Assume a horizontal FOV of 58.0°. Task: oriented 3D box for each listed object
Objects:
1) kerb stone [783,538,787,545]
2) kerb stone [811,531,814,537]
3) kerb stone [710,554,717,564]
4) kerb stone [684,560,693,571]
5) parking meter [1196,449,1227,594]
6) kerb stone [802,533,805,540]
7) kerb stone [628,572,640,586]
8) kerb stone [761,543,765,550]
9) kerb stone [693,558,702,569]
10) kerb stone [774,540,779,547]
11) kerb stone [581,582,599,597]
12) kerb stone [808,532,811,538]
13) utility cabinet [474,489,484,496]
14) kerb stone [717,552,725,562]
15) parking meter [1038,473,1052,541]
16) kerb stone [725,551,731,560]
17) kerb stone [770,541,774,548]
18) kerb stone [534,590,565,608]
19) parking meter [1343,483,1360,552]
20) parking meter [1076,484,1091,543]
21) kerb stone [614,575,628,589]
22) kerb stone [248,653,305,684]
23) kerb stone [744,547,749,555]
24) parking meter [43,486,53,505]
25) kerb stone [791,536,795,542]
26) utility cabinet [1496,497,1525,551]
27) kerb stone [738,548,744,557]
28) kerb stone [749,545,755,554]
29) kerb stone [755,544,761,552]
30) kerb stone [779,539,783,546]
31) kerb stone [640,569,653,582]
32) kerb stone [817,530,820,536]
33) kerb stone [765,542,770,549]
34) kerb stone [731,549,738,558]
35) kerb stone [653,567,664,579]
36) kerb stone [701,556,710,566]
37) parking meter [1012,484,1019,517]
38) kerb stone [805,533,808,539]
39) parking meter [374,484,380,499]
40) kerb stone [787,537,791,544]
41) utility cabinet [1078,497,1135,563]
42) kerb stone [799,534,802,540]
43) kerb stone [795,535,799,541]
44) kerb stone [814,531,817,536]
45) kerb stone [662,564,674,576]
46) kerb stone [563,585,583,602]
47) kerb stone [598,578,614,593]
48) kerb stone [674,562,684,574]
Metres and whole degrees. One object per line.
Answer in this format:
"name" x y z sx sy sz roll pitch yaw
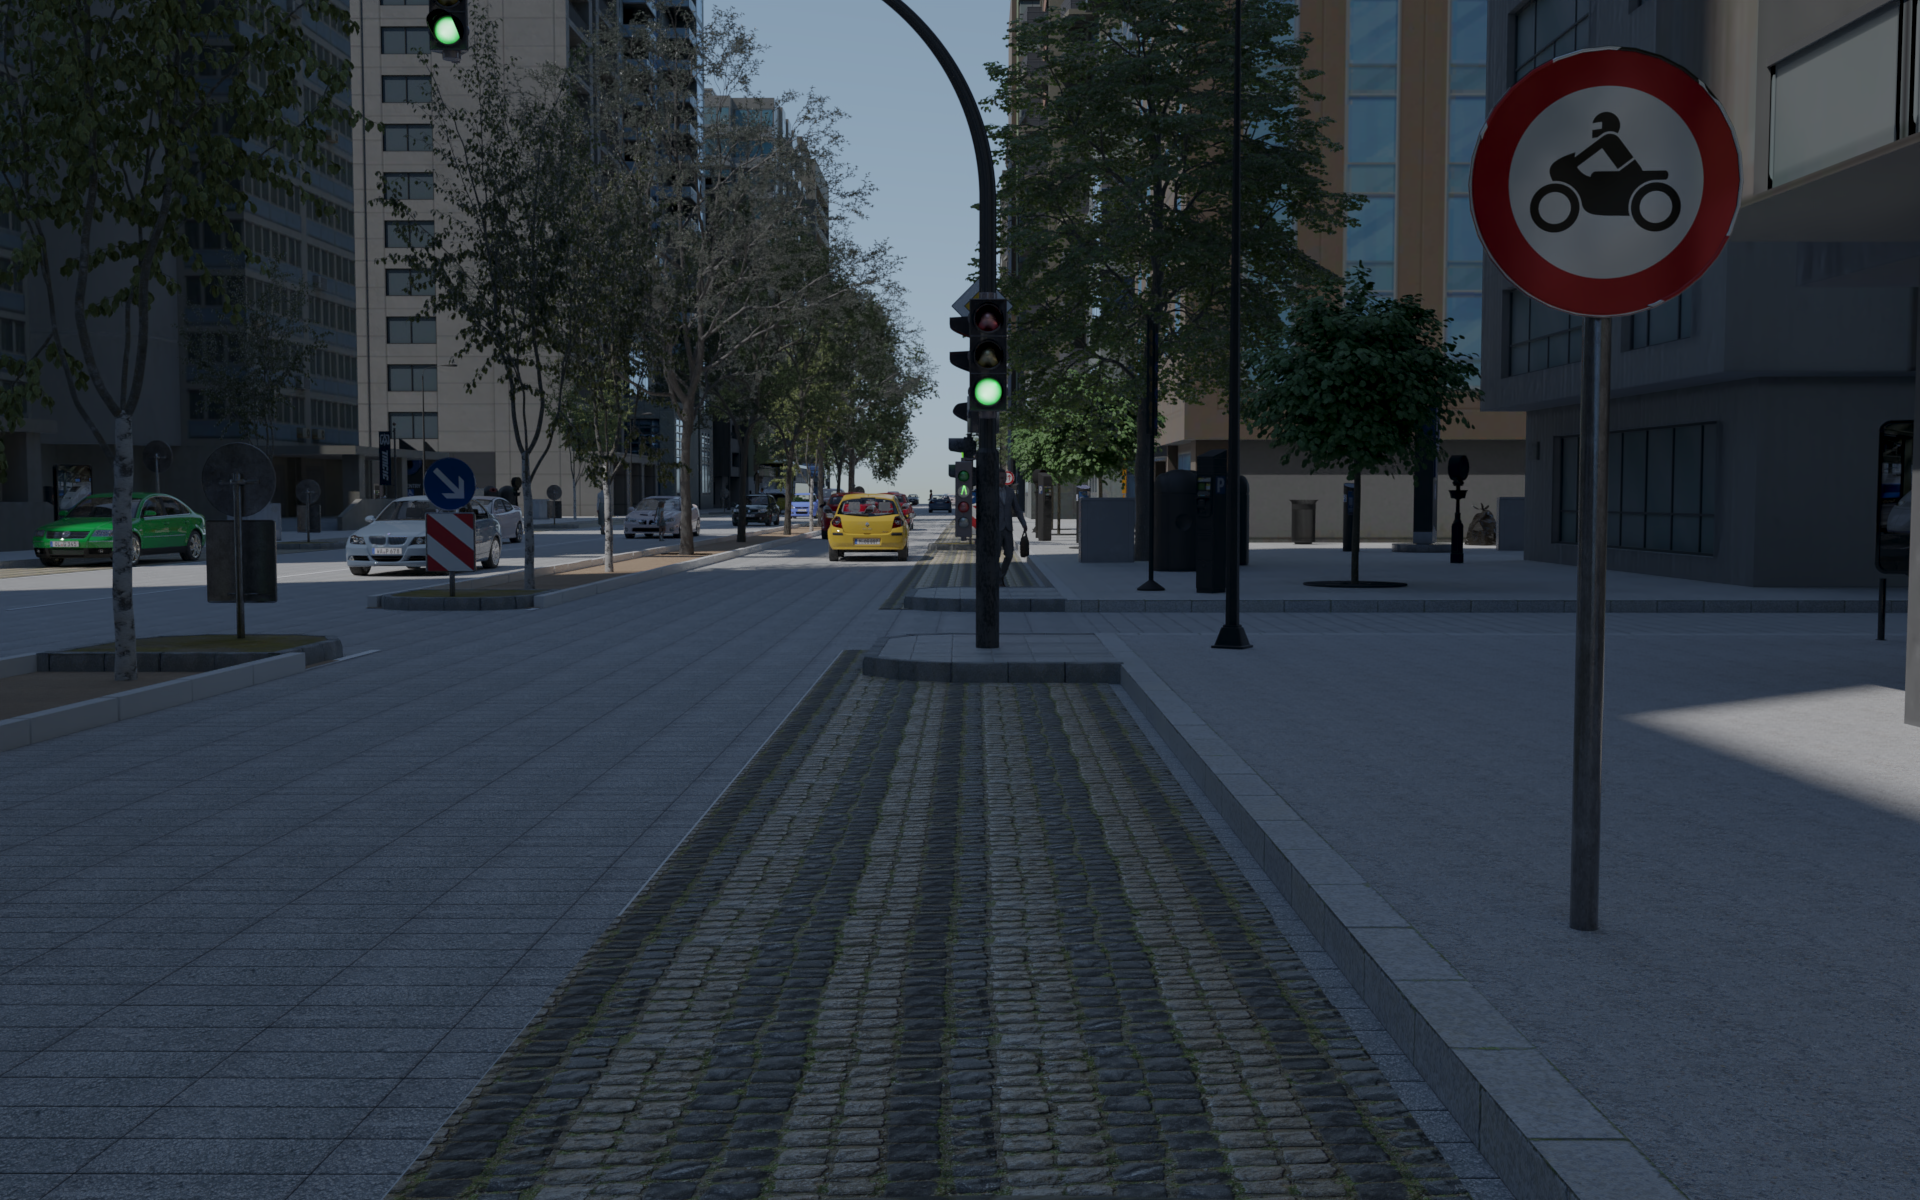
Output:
"kerb stone" -5.059 -1.628 48.909 0.120 0.150 1.000 0 4 0
"kerb stone" -4.996 -2.135 57.107 0.120 0.150 1.000 0 4 0
"kerb stone" -5.172 -0.817 35.561 0.120 0.150 1.000 0 4 0
"kerb stone" -5.196 -0.629 32.487 0.120 0.150 1.000 0 4 0
"parking meter" 3.255 -1.023 22.440 0.255 1.863 0.399 3 5 41
"kerb stone" -5.009 -1.942 54.034 0.120 0.150 1.000 0 4 0
"kerb stone" -5.247 -0.315 27.372 0.120 0.150 1.000 0 4 0
"kerb stone" -5.105 -1.320 43.772 0.120 0.150 1.000 0 4 0
"kerb stone" -5.188 -0.687 33.510 0.120 0.150 1.000 0 4 0
"kerb stone" -5.076 -1.508 46.850 0.120 0.150 1.000 0 4 0
"kerb stone" -5.274 -0.126 24.300 0.120 0.150 1.000 0 4 0
"kerb stone" -5.004 -2.073 56.081 0.120 0.150 1.000 0 4 0
"utility cabinet" -26.159 -5.236 94.290 0.318 1.500 1.173 -3 4 -37
"kerb stone" -5.160 -0.877 36.590 0.120 0.150 1.000 0 4 0
"parking meter" 2.321 -2.544 47.301 0.255 1.863 0.399 -2 4 -23
"kerb stone" -5.153 -0.941 37.617 0.120 0.150 1.000 0 4 0
"kerb stone" -5.094 -1.445 45.824 0.120 0.150 1.000 0 4 0
"kerb stone" -5.289 -0.003 22.255 0.120 0.150 1.000 0 4 0
"parking meter" 8.741 -1.850 38.655 0.372 1.533 0.369 0 3 0
"parking meter" 3.224 -2.254 45.271 0.372 1.533 0.369 0 3 0
"kerb stone" -5.253 -0.254 26.350 0.120 0.150 1.000 0 4 0
"kerb stone" -5.361 0.531 13.514 0.120 0.150 1.000 0 4 0
"kerb stone" -5.136 -1.131 40.701 0.120 0.150 1.000 0 4 0
"parking meter" -28.518 -2.805 54.276 0.372 1.533 0.369 0 3 0
"kerb stone" -5.049 -1.756 50.954 0.120 0.150 1.000 0 4 0
"utility cabinet" 12.720 -1.722 39.309 1.020 1.237 0.306 0 4 4
"kerb stone" -5.138 -1.068 39.671 0.120 0.150 1.000 0 4 0
"kerb stone" -5.122 -1.188 41.723 0.120 0.150 1.000 0 4 0
"kerb stone" -5.108 -1.255 42.748 0.120 0.150 1.000 0 4 0
"kerb stone" -5.071 -1.571 47.876 0.120 0.150 1.000 0 4 0
"kerb stone" -5.236 -0.379 28.394 0.120 0.150 1.000 0 4 0
"kerb stone" -4.976 -2.261 59.158 0.120 0.150 1.000 0 4 0
"kerb stone" -5.098 -1.382 44.794 0.120 0.150 1.000 0 4 0
"kerb stone" -5.143 -1.006 38.647 0.120 0.150 1.000 0 4 0
"kerb stone" -5.224 -0.438 29.416 0.120 0.150 1.000 0 4 0
"kerb stone" -5.177 -0.754 34.540 0.120 0.150 1.000 0 4 0
"parking meter" 3.081 -5.524 96.035 0.255 1.863 0.399 2 4 25
"kerb stone" -5.011 -2.010 55.056 0.120 0.150 1.000 0 4 0
"parking meter" -32.801 -5.610 97.433 0.255 1.863 0.399 -2 4 -29
"kerb stone" -5.054 -1.696 49.930 0.120 0.150 1.000 0 4 0
"utility cabinet" 2.749 -1.305 32.504 1.020 1.237 0.306 0 4 -7
"kerb stone" -5.030 -1.882 53.005 0.120 0.150 1.000 0 4 0
"kerb stone" -5.033 -1.822 51.983 0.120 0.150 1.000 0 4 0
"kerb stone" -4.985 -2.198 58.136 0.120 0.150 1.000 0 4 0
"kerb stone" -5.213 -0.504 30.437 0.120 0.150 1.000 0 4 0
"kerb stone" -5.280 -0.066 23.277 0.120 0.150 1.000 0 4 0
"kerb stone" -5.258 -0.192 25.328 0.120 0.150 1.000 0 4 0
"kerb stone" -5.204 -0.567 31.464 0.120 0.150 1.000 0 4 0
